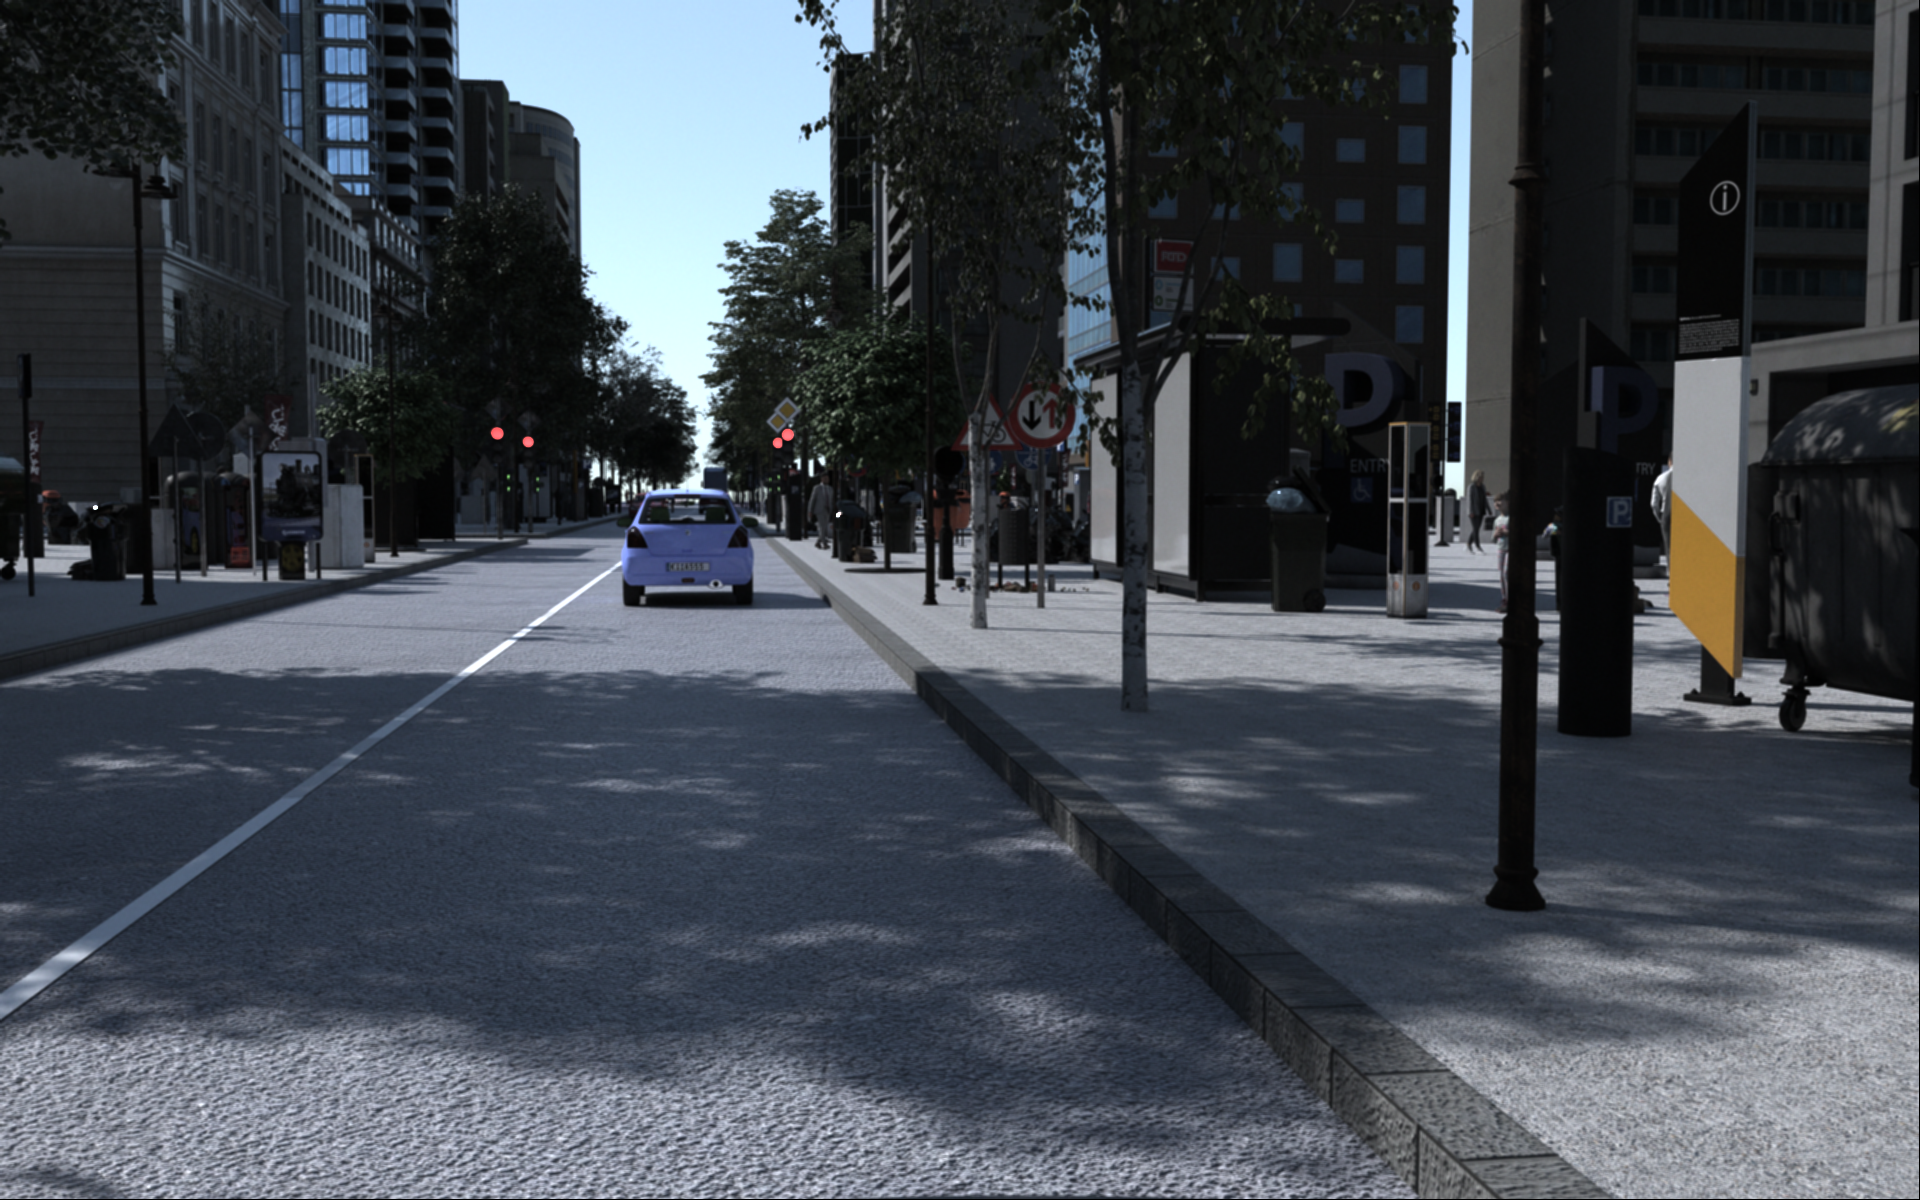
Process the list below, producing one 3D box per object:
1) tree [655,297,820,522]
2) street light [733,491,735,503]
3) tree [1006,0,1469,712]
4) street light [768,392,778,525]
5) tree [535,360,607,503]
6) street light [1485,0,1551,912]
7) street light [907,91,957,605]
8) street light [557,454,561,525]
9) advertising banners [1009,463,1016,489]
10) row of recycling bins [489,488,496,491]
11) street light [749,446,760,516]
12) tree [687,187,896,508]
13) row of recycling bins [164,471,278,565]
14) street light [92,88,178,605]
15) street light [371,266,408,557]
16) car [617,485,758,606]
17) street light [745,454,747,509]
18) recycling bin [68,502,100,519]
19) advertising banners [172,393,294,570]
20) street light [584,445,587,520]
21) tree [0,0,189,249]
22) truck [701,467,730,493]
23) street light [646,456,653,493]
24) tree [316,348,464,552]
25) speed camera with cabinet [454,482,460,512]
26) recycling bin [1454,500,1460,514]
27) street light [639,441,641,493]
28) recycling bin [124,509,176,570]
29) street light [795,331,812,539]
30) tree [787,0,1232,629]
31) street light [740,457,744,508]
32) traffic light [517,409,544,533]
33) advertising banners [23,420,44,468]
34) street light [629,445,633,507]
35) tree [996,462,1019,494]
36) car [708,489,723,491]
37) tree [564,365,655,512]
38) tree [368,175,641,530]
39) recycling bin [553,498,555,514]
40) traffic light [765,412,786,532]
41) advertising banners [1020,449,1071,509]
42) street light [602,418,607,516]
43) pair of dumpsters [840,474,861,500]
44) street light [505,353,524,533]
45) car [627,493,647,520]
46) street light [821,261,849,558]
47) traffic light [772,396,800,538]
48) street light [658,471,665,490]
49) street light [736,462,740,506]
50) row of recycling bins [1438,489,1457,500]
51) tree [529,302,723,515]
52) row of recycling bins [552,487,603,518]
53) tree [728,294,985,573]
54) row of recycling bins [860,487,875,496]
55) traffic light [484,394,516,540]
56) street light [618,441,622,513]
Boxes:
[{"bbox_3d":[-8.128,-8.868,79.402,8.767,10.594,7.601,1,4,18],"label":"tree"},{"bbox_3d":[-26.692,-14.369,207.725,0.468,5.910,1.993,0,4,-8],"label":"street light"},{"bbox_3d":[1.219,-3.639,9.853,4.737,8.622,4.395,0,3,0],"label":"tree"},{"bbox_3d":[-7.582,-6.050,71.701,0.468,5.910,1.993,0,4,-8],"label":"street light"},{"bbox_3d":[-20.146,-8.505,89.411,4.360,8.622,3.978,0,3,0],"label":"tree"},{"bbox_3d":[1.734,-1.984,5.230,0.468,5.910,1.993,0,4,-8],"label":"street light"},{"bbox_3d":[-0.343,-2.882,19.904,0.468,5.910,1.993,0,4,-8],"label":"street light"},{"bbox_3d":[-16.604,-6.043,71.589,0.468,5.910,1.993,0,4,-8],"label":"street light"},{"bbox_3d":[3.617,-6.251,98.398,2.074,3.025,0.090,3,4,38],"label":"advertising banners"},{"bbox_3d":[-31.839,-6.882,119.634,3.534,1.692,1.069,1,4,17],"label":"row of recycling bins"},{"bbox_3d":[-13.845,-8.786,116.433,0.468,5.910,1.993,0,4,-8],"label":"street light"},{"bbox_3d":[-5.970,-8.992,65.141,7.486,12.596,7.792,0,3,0],"label":"tree"},{"bbox_3d":[-13.991,-1.570,32.789,1.069,1.692,3.534,0,4,2],"label":"row of recycling bins"},{"bbox_3d":[-9.409,-2.882,19.910,0.468,5.910,1.993,0,4,-8],"label":"street light"},{"bbox_3d":[-11.568,-3.821,35.255,0.468,5.910,1.993,0,4,-8],"label":"street light"},{"bbox_3d":[-3.712,-0.859,23.638,1.945,1.707,3.694,-1,4,-9],"label":"car"},{"bbox_3d":[-15.923,-9.692,131.254,0.468,5.910,1.993,0,4,-8],"label":"street light"},{"bbox_3d":[-27.528,-2.563,54.454,0.722,1.027,0.722,3,5,44],"label":"recycling bin"},{"bbox_3d":[-12.459,-2.055,29.780,2.074,3.025,0.090,-3,5,-42],"label":"advertising banners"},{"bbox_3d":[-18.679,-6.940,86.264,0.468,5.910,1.993,0,4,-8],"label":"street light"},{"bbox_3d":[-9.459,-6.443,11.998,9.857,13.997,8.962,0,3,0],"label":"tree"},{"bbox_3d":[-23.872,-10.961,168.977,2.967,4.110,18.799,0,4,-8],"label":"truck"},{"bbox_3d":[-29.338,-11.584,162.187,0.468,5.910,1.993,0,4,-8],"label":"street light"},{"bbox_3d":[-12.802,-3.365,38.735,4.285,4.588,4.351,0,3,0],"label":"tree"},{"bbox_3d":[-32.629,-7.152,111.277,0.660,3.252,2.038,-3,4,-38],"label":"speed camera with cabinet"},{"bbox_3d":[23.076,-4.089,79.410,0.722,1.027,0.722,2,4,26],"label":"recycling bin"},{"bbox_3d":[-27.242,-10.687,147.515,0.468,5.910,1.993,0,4,-8],"label":"street light"},{"bbox_3d":[-13.826,-1.033,29.445,0.722,1.027,0.722,1,4,12],"label":"recycling bin"},{"bbox_3d":[-4.407,-4.678,49.265,0.468,5.910,1.993,0,4,-8],"label":"street light"},{"bbox_3d":[0.245,-4.020,16.089,4.360,8.622,3.978,0,3,0],"label":"tree"},{"bbox_3d":[-18.287,-10.715,147.976,0.468,5.910,1.993,0,4,-8],"label":"street light"},{"bbox_3d":[-14.078,-4.147,56.731,0.839,4.253,0.868,0,4,-8],"label":"traffic light"},{"bbox_3d":[-22.389,-2.714,40.562,0.090,3.025,2.074,2,4,29],"label":"advertising banners"},{"bbox_3d":[-25.152,-9.783,132.734,0.468,5.910,1.993,0,4,-8],"label":"street light"},{"bbox_3d":[2.683,-6.618,102.800,1.663,3.219,1.824,0,3,0],"label":"tree"},{"bbox_3d":[-18.019,-7.197,126.347,2.281,1.827,5.304,-1,4,-9],"label":"car"},{"bbox_3d":[-24.147,-11.521,122.777,8.767,10.594,7.601,-2,4,-27],"label":"tree"},{"bbox_3d":[-16.482,-8.925,62.932,9.611,12.733,9.660,0,3,0],"label":"tree"},{"bbox_3d":[-26.155,-5.965,110.078,0.722,1.027,0.722,-3,5,-41],"label":"recycling bin"},{"bbox_3d":[-6.097,-4.216,57.859,0.839,4.253,0.868,0,4,-8],"label":"traffic light"},{"bbox_3d":[3.238,-4.257,65.786,2.074,3.025,0.090,-1,4,-14],"label":"advertising banners"},{"bbox_3d":[-20.684,-7.841,100.987,0.468,5.910,1.993,0,4,-8],"label":"street light"},{"bbox_3d":[-5.895,-5.185,87.276,1.574,2.255,4.437,0,4,-8],"label":"pair of dumpsters"},{"bbox_3d":[-14.612,-5.145,56.903,0.468,5.910,1.993,0,4,-8],"label":"street light"},{"bbox_3d":[-16.141,-4.936,89.742,2.155,1.783,4.494,0,4,-7],"label":"car"},{"bbox_3d":[-2.496,-3.779,34.568,0.468,5.910,1.993,0,4,-8],"label":"street light"},{"bbox_3d":[-4.990,-3.733,49.951,0.839,4.253,0.868,0,4,-8],"label":"traffic light"},{"bbox_3d":[-35.417,-14.278,206.231,0.468,5.910,1.993,0,4,-8],"label":"street light"},{"bbox_3d":[-22.502,-12.572,178.331,0.468,5.910,1.993,0,4,-8],"label":"street light"},{"bbox_3d":[35.232,-7.466,129.186,3.534,1.692,1.069,0,4,2],"label":"row of recycling bins"},{"bbox_3d":[-22.359,-12.063,107.593,12.009,13.543,11.850,0,3,0],"label":"tree"},{"bbox_3d":[-21.400,-5.378,95.047,3.534,1.692,1.069,0,4,-8],"label":"row of recycling bins"},{"bbox_3d":[-1.134,-2.748,28.640,4.285,4.588,4.351,0,3,0],"label":"tree"},{"bbox_3d":[-5.894,-6.144,107.570,1.069,1.692,3.534,-1,4,-17],"label":"row of recycling bins"},{"bbox_3d":[-12.972,-3.664,48.822,0.839,4.253,0.868,0,4,-8],"label":"traffic light"},{"bbox_3d":[-22.761,-8.738,115.661,0.468,5.910,1.993,0,4,-8],"label":"street light"}]
